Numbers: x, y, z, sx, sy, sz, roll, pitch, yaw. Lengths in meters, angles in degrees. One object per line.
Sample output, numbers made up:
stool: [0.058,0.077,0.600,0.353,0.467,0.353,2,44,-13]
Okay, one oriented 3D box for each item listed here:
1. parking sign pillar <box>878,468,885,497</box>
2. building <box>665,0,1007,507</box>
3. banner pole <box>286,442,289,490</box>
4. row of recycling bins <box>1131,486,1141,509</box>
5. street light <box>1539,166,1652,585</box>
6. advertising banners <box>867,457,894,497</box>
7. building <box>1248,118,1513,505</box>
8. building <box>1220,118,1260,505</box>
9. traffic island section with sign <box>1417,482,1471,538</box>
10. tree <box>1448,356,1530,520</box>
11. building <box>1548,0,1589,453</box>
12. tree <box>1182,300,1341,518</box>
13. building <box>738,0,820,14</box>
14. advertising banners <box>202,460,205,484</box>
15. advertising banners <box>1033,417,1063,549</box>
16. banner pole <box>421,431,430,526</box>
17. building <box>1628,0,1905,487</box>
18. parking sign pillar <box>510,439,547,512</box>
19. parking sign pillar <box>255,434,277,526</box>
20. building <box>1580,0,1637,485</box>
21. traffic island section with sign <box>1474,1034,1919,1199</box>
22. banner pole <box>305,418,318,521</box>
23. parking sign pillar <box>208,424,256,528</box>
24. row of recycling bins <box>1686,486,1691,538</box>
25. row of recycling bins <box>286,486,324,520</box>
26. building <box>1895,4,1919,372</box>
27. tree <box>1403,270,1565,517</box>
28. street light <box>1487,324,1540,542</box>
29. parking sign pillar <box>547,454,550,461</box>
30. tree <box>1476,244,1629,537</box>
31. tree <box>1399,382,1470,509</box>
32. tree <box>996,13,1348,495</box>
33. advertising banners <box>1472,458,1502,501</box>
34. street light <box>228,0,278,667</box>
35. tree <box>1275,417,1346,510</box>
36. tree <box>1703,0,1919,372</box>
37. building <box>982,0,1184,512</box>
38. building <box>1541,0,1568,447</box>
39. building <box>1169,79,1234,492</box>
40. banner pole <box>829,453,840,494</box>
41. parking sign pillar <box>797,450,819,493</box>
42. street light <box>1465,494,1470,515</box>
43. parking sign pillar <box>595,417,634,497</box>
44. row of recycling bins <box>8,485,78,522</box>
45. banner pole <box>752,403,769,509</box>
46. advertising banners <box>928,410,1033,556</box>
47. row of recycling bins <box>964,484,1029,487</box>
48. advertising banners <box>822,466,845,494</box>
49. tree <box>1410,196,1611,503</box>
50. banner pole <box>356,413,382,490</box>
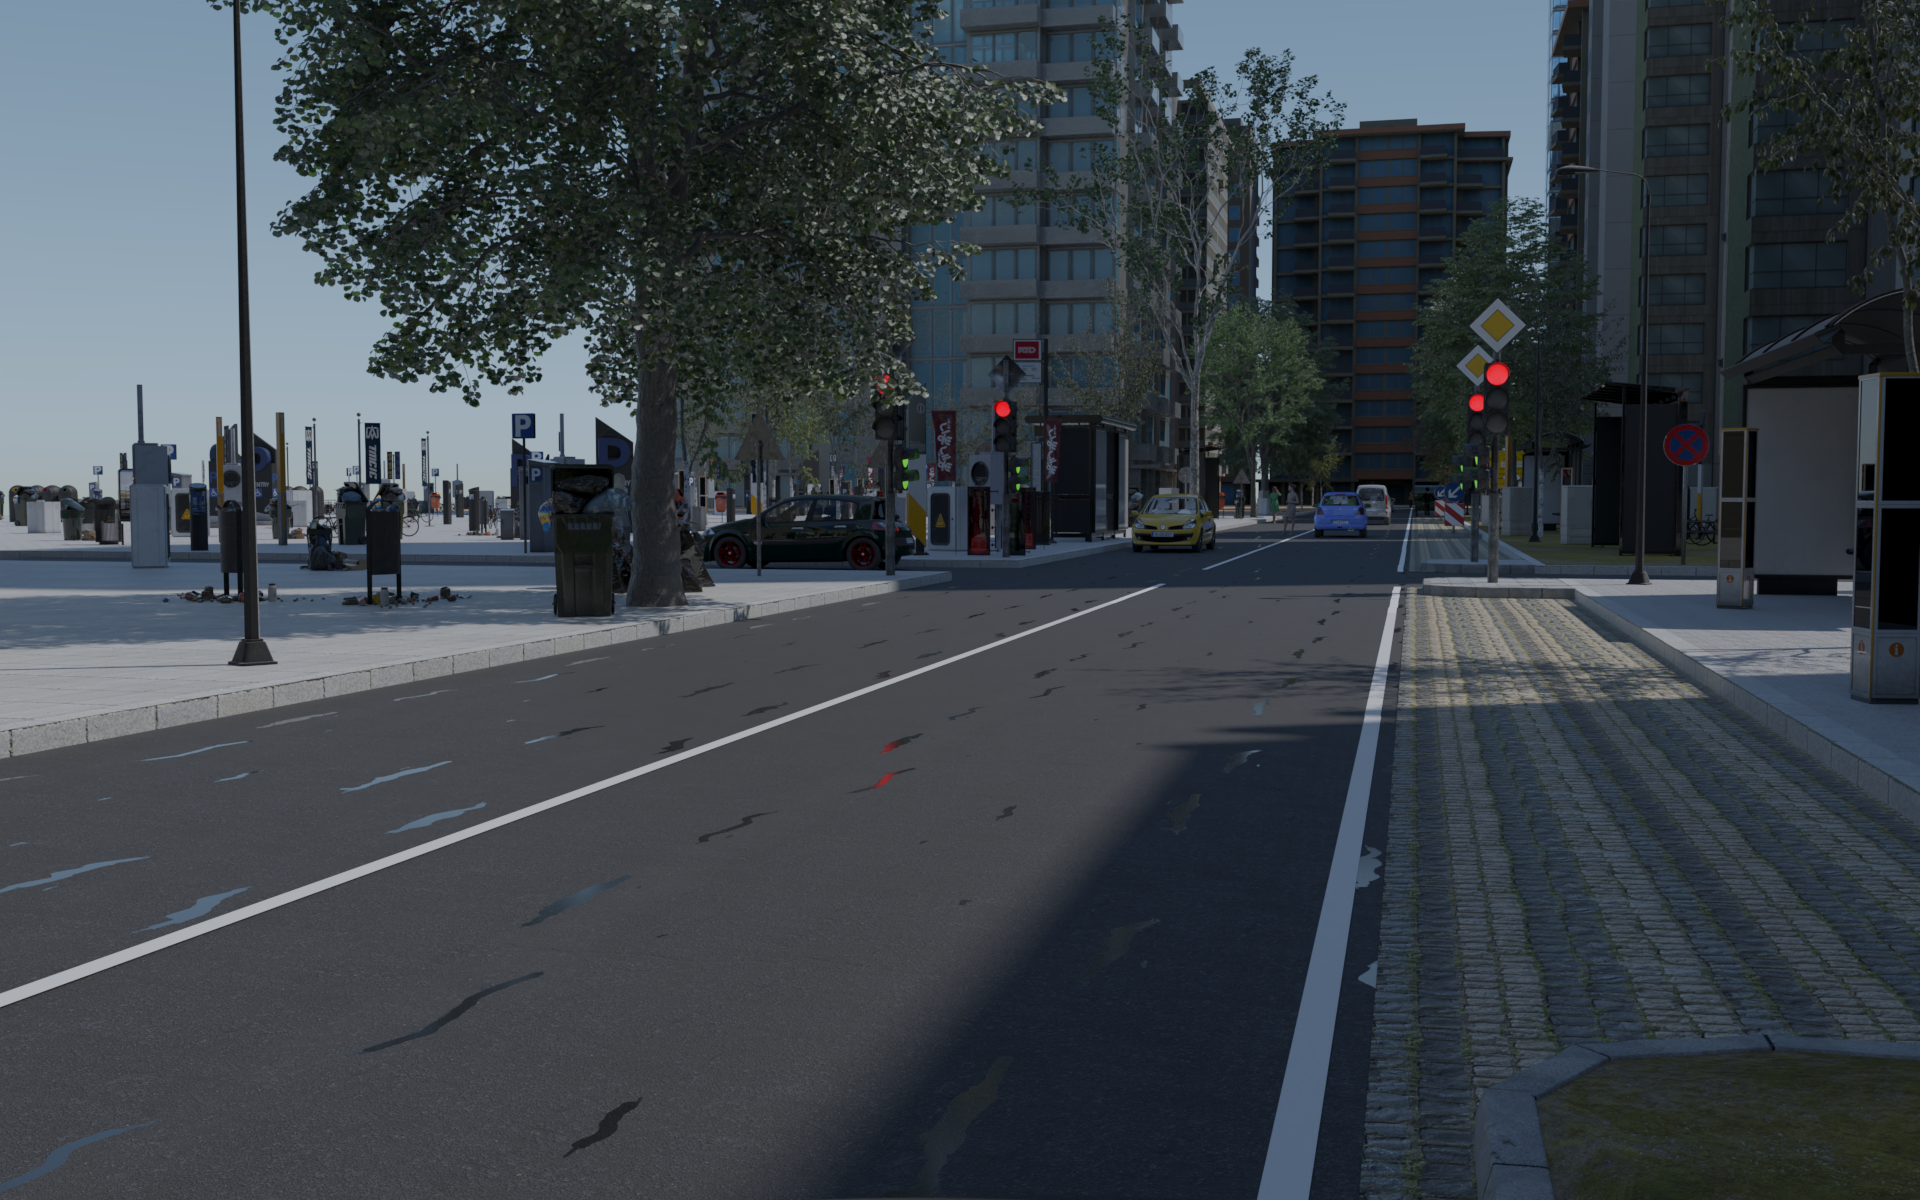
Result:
parking sign pillar: [-4.310,-6.759,98.979,1.447,3.967,1.447,1,4,12]
building: [-13.131,-33.834,172.793,30.456,49.044,23.786,1,4,15]
banner pole: [-32.646,-5.732,83.739,0.401,3.779,0.863,1,4,19]
row of recycling bins: [8.747,-5.190,91.967,1.069,1.692,3.534,-1,4,-11]
street light: [9.122,-3.181,24.556,1.470,5.913,1.316,1,4,15]
advertising banners: [-3.793,-5.270,82.357,0.090,3.025,2.074,3,4,36]
building: [49.859,-33.704,205.676,28.867,44.769,22.147,1,4,15]
building: [28.020,-34.077,207.262,14.200,45.320,14.600,1,4,15]
traffic island section with sign: [16.013,-2.932,56.564,1.989,1.847,2.006,1,4,15]
tree: [26.293,-8.342,86.754,4.737,8.622,4.395,0,3,0]
building: [63.402,-30.382,151.373,22.147,44.769,28.867,1,4,15]
tree: [15.819,-10.292,94.026,9.928,11.665,9.643,0,3,0]
building: [-16.099,-47.874,220.996,20.611,71.187,20.563,1,4,15]
advertising banners: [-39.502,-5.740,90.035,0.090,3.025,2.074,-2,4,-35]
advertising banners: [1.546,-2.690,40.173,2.074,3.025,0.090,3,5,41]
banner pole: [-21.081,-4.793,68.385,0.401,3.779,0.863,0,4,7]
building: [43.705,-19.719,94.101,14.160,30.474,14.107,1,4,15]
parking sign pillar: [-21.119,-5.843,84.007,1.447,3.967,1.447,0,4,7]
parking sign pillar: [-28.656,-5.045,70.956,1.447,3.967,1.447,1,4,11]
building: [55.830,-35.559,123.381,21.231,58.520,28.212,1,4,15]
traffic island section with sign: [1.963,0.343,3.019,1.989,1.847,2.006,1,4,15]
banner pole: [-21.157,-4.069,56.549,0.401,3.779,0.863,0,4,7]
parking sign pillar: [-27.955,-4.727,65.764,1.447,3.967,1.447,1,4,11]
row of recycling bins: [20.769,-2.675,50.842,1.069,1.692,3.534,1,4,18]
row of recycling bins: [-33.597,-4.917,87.501,3.534,1.692,1.069,2,4,24]
building: [38.021,-36.980,42.868,20.611,71.187,20.563,1,4,15]
tree: [29.661,-11.657,97.254,9.857,13.997,8.962,0,3,0]
street light: [14.824,-4.507,46.222,1.470,5.913,1.316,1,4,15]
parking sign pillar: [-27.883,-7.804,116.062,1.447,3.967,1.447,0,4,5]
tree: [17.636,-6.192,51.596,4.360,8.622,3.978,0,3,0]
tree: [50.768,-16.266,176.324,12.009,13.543,11.850,0,3,0]
tree: [8.152,-13.084,69.805,12.611,20.169,13.585,0,3,0]
advertising banners: [24.285,-5.059,78.903,2.074,3.025,0.090,2,4,31]
street light: [-4.809,-2.458,12.734,1.470,5.913,1.316,1,4,15]
tree: [26.819,-11.380,136.430,4.737,8.622,4.395,0,3,0]
tree: [8.055,-3.903,14.173,4.360,8.622,3.978,0,3,0]
building: [4.154,-31.025,126.867,23.786,49.044,30.456,1,4,15]
building: [78.828,-54.054,196.448,31.000,86.520,22.319,1,4,15]
building: [12.747,-28.793,162.644,23.993,40.220,32.217,1,4,15]
banner pole: [-6.595,-6.230,91.882,0.863,3.779,0.401,2,4,31]
parking sign pillar: [-9.229,-7.150,105.368,1.447,3.967,1.447,-3,4,-36]
street light: [22.418,-6.284,75.289,1.470,5.913,1.316,1,4,15]
parking sign pillar: [-12.031,-4.401,60.429,1.447,3.967,1.447,-1,4,-15]
row of recycling bins: [-41.896,-4.409,79.203,3.534,1.692,1.069,1,4,14]
banner pole: [-5.468,-3.532,47.765,0.401,3.779,0.863,2,4,34]
advertising banners: [0.423,-2.442,36.121,2.074,3.025,0.090,1,4,8]
row of recycling bins: [1.575,-4.175,75.375,3.534,1.692,1.069,2,4,32]
advertising banners: [-8.166,-6.896,108.935,2.074,3.025,0.090,-2,4,-26]
tree: [20.981,-9.099,66.890,7.486,12.596,7.792,0,3,0]
banner pole: [-18.241,-3.874,53.350,0.863,3.779,0.401,-1,4,-22]
